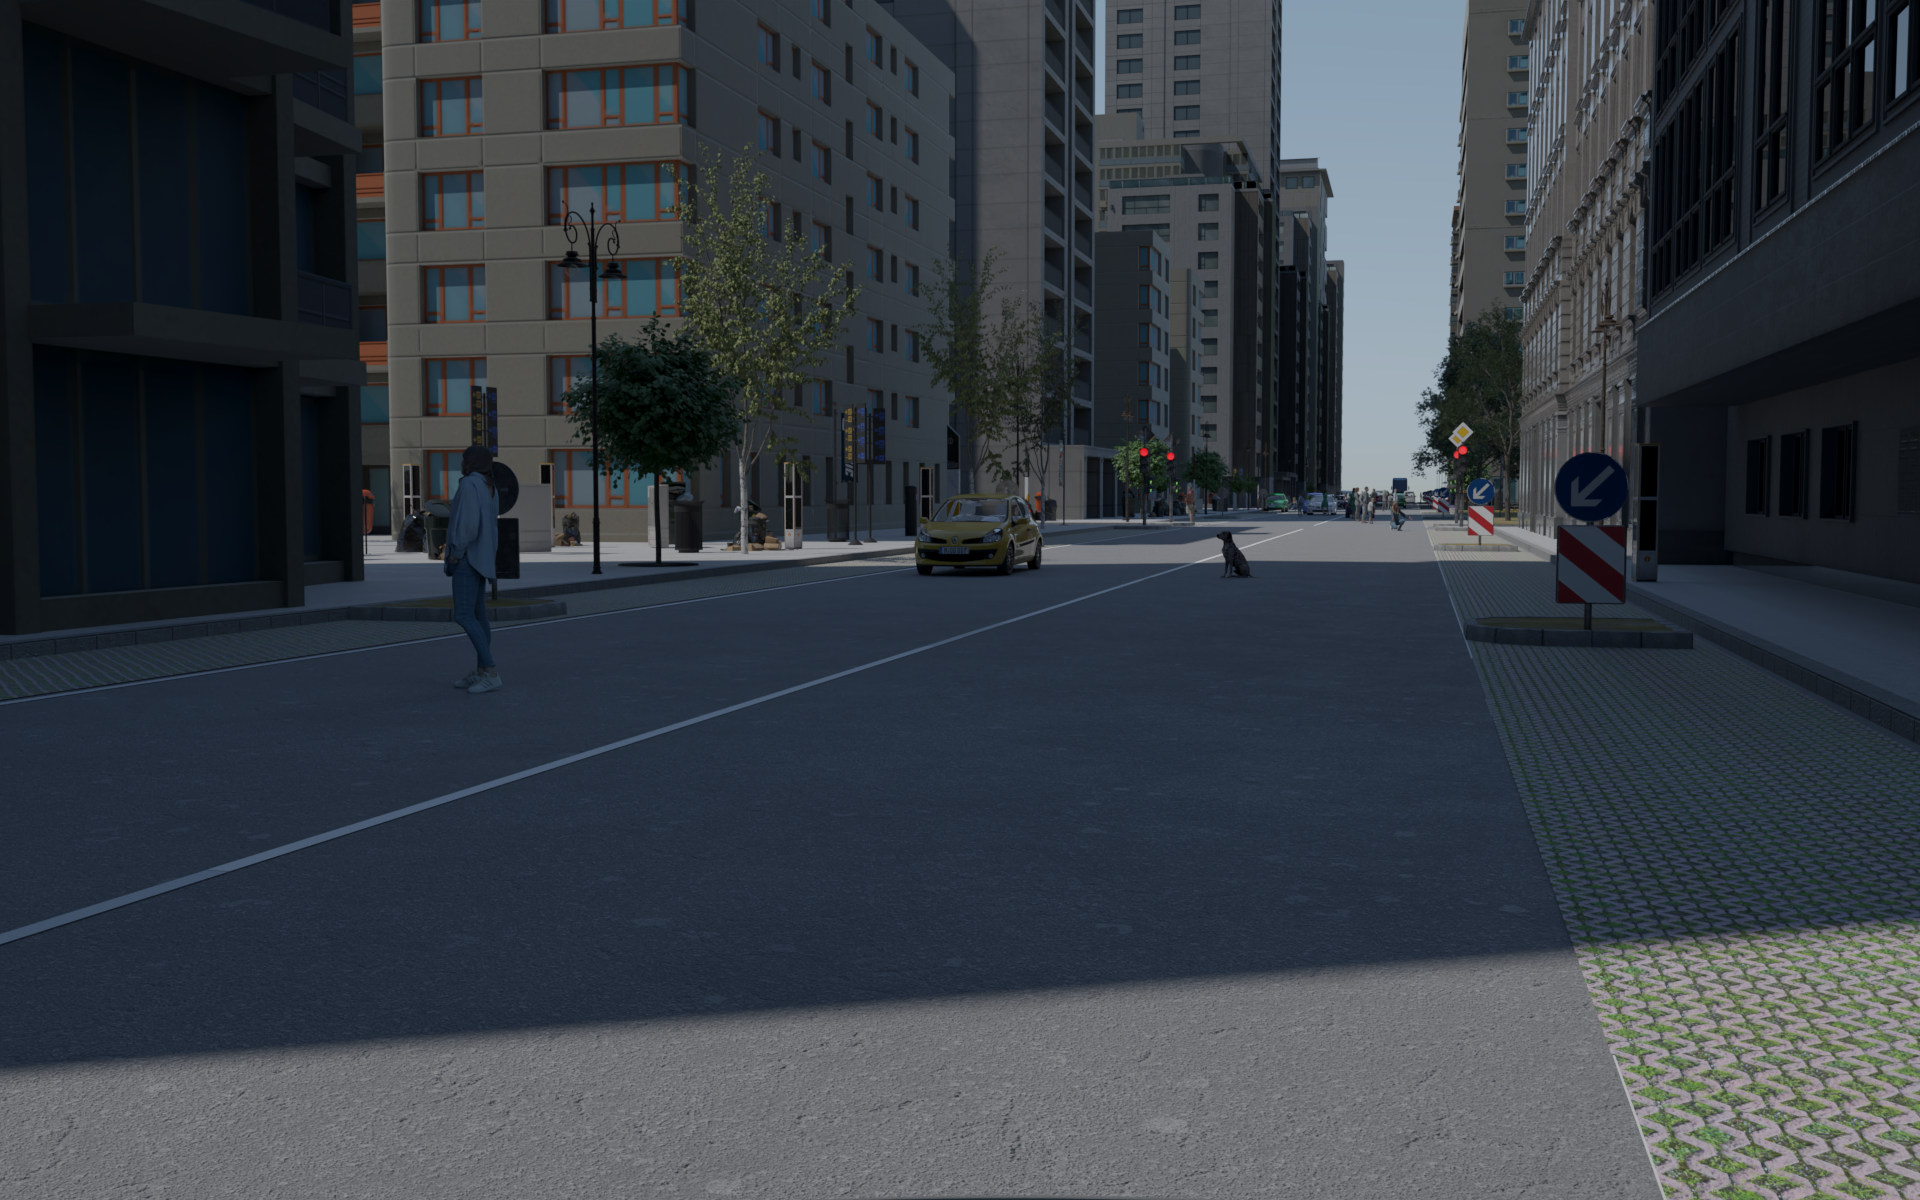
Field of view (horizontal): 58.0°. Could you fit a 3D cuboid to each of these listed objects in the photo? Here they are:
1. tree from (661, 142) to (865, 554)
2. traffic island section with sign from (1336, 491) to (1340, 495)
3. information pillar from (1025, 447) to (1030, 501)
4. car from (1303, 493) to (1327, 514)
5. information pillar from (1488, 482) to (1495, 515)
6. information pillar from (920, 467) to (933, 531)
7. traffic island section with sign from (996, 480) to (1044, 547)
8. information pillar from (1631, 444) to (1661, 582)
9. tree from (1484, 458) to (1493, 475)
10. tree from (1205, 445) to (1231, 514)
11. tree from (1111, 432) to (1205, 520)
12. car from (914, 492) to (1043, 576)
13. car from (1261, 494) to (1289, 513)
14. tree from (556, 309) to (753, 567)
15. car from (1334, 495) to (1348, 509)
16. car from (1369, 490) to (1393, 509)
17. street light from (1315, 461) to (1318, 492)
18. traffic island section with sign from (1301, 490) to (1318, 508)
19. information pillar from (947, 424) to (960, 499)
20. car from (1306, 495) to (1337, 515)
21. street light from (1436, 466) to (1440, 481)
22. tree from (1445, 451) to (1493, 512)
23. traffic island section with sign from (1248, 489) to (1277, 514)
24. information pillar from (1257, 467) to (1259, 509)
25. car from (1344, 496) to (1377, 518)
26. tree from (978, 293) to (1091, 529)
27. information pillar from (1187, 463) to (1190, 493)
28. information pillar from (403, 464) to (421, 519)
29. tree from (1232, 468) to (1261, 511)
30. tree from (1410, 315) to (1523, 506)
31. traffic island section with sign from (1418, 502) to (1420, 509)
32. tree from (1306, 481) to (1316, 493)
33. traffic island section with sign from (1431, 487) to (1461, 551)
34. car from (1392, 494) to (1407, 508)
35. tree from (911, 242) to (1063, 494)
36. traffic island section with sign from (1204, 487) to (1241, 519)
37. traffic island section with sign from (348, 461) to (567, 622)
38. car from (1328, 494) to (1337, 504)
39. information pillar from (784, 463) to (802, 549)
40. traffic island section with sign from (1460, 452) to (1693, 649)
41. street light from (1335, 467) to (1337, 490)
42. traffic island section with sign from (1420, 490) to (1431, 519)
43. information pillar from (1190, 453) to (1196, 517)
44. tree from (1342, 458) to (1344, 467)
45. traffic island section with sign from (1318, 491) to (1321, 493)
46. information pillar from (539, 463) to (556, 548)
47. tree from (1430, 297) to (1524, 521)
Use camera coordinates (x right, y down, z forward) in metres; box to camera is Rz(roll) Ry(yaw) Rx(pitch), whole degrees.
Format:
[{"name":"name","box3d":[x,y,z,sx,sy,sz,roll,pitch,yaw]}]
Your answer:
[{"name":"tree","box3d":[-4.436,-5.268,36.486,4.737,8.622,4.395,0,3,0]},{"name":"traffic island section with sign","box3d":[55.596,-15.021,254.225,1.989,1.847,2.006,1,4,15]},{"name":"information pillar","box3d":[3.299,-5.737,85.150,0.183,3.616,0.504,-1,4,-15]},{"name":"car","box3d":[25.945,-7.152,126.529,1.945,1.707,3.694,1,4,13]},{"name":"information pillar","box3d":[32.147,-6.134,104.776,0.304,2.012,0.304,-2,4,-33]},{"name":"information pillar","box3d":[-0.918,-2.660,47.989,0.304,2.012,0.304,1,4,13]},{"name":"traffic island section with sign","box3d":[1.206,-2.330,46.716,1.989,1.847,2.006,1,4,15]},{"name":"information pillar","box3d":[10.028,-1.274,25.324,0.304,2.012,0.304,0,4,8]},{"name":"tree","box3d":[41.142,-11.507,138.494,4.360,8.622,3.978,0,3,0]},{"name":"tree","box3d":[16.023,-7.883,112.598,4.285,4.588,4.351,0,3,0]},{"name":"tree","box3d":[9.294,-6.374,87.927,4.285,4.588,4.351,0,3,0]},{"name":"car","box3d":[0.369,-1.321,31.824,2.015,1.641,3.980,1,4,14]},{"name":"car","box3d":[24.502,-7.698,134.666,1.959,1.807,4.718,1,4,16]},{"name":"tree","box3d":[-5.463,-2.896,31.065,4.285,4.588,4.351,0,3,0]},{"name":"car","box3d":[36.660,-9.505,167.980,1.945,1.354,3.894,1,4,16]},{"name":"car","box3d":[40.734,-9.720,167.599,2.281,1.827,5.304,1,4,15]},{"name":"street light","box3d":[48.117,-15.957,233.676,0.468,5.910,1.993,1,4,15]},{"name":"traffic island section with sign","box3d":[34.909,-10.192,175.265,1.989,1.847,2.006,1,4,15]},{"name":"information pillar","box3d":[-0.228,-4.086,58.158,0.504,3.616,0.183,2,4,32]},{"name":"car","box3d":[24.799,-6.499,118.612,2.083,1.381,4.827,1,4,15]},{"name":"street light","box3d":[83.070,-20.111,301.597,0.468,5.910,1.993,1,4,15]},{"name":"tree","box3d":[37.452,-8.800,127.593,4.285,4.588,4.351,0,3,0]},{"name":"traffic island section with sign","box3d":[22.195,-7.227,126.790,1.989,1.847,2.006,1,4,15]},{"name":"information pillar","box3d":[25.413,-9.554,147.567,0.183,3.616,0.504,1,4,9]},{"name":"car","box3d":[24.149,-5.623,104.521,1.945,1.354,3.894,1,4,13]},{"name":"tree","box3d":[2.919,-6.937,63.783,4.360,8.622,3.978,0,3,0]},{"name":"information pillar","box3d":[16.400,-8.086,123.568,0.504,3.616,0.183,-1,4,-21]},{"name":"information pillar","box3d":[-13.440,-2.326,42.515,0.304,2.012,0.304,2,4,33]},{"name":"tree","box3d":[23.951,-9.147,144.159,1.663,3.219,1.824,0,3,0]},{"name":"tree","box3d":[33.480,-11.871,111.097,9.611,12.733,9.660,0,3,0]},{"name":"traffic island section with sign","box3d":[33.969,-7.038,123.704,1.989,1.847,2.006,1,4,15]},{"name":"tree","box3d":[45.939,-14.188,226.566,1.663,3.219,1.824,0,3,0]},{"name":"traffic island section with sign","box3d":[13.015,-2.149,43.761,1.989,1.847,2.006,1,4,15]},{"name":"car","box3d":[44.033,-10.132,174.452,1.959,1.807,4.718,1,4,15]},{"name":"tree","box3d":[0.567,-6.164,51.150,4.737,8.622,4.395,0,3,0]},{"name":"traffic island section with sign","box3d":[15.203,-5.594,100.084,1.989,1.847,2.006,1,4,15]},{"name":"traffic island section with sign","box3d":[-5.728,-0.711,20.253,1.989,1.847,2.006,1,4,15]},{"name":"car","box3d":[33.128,-8.840,156.534,2.014,1.417,4.499,1,4,16]},{"name":"information pillar","box3d":[-3.888,-2.197,40.420,0.304,2.012,0.304,2,4,35]},{"name":"traffic island section with sign","box3d":[6.013,-0.514,17.037,1.989,1.847,2.006,1,4,15]},{"name":"street light","box3d":[63.331,-19.491,291.460,0.468,5.910,1.993,1,4,15]},{"name":"traffic island section with sign","box3d":[27.136,-5.443,97.626,1.989,1.847,2.006,1,4,15]},{"name":"information pillar","box3d":[13.392,-6.586,99.036,0.183,3.616,0.504,1,4,8]},{"name":"tree","box3d":[65.577,-21.724,305.542,4.360,8.622,3.978,0,3,0]},{"name":"traffic island section with sign","box3d":[41.771,-11.792,201.430,1.989,1.847,2.006,1,4,15]},{"name":"information pillar","box3d":[-9.872,-2.260,41.448,0.304,2.012,0.304,0,4,-2]},{"name":"tree","box3d":[25.903,-9.061,82.563,7.601,10.594,8.767,-1,4,-14]}]
